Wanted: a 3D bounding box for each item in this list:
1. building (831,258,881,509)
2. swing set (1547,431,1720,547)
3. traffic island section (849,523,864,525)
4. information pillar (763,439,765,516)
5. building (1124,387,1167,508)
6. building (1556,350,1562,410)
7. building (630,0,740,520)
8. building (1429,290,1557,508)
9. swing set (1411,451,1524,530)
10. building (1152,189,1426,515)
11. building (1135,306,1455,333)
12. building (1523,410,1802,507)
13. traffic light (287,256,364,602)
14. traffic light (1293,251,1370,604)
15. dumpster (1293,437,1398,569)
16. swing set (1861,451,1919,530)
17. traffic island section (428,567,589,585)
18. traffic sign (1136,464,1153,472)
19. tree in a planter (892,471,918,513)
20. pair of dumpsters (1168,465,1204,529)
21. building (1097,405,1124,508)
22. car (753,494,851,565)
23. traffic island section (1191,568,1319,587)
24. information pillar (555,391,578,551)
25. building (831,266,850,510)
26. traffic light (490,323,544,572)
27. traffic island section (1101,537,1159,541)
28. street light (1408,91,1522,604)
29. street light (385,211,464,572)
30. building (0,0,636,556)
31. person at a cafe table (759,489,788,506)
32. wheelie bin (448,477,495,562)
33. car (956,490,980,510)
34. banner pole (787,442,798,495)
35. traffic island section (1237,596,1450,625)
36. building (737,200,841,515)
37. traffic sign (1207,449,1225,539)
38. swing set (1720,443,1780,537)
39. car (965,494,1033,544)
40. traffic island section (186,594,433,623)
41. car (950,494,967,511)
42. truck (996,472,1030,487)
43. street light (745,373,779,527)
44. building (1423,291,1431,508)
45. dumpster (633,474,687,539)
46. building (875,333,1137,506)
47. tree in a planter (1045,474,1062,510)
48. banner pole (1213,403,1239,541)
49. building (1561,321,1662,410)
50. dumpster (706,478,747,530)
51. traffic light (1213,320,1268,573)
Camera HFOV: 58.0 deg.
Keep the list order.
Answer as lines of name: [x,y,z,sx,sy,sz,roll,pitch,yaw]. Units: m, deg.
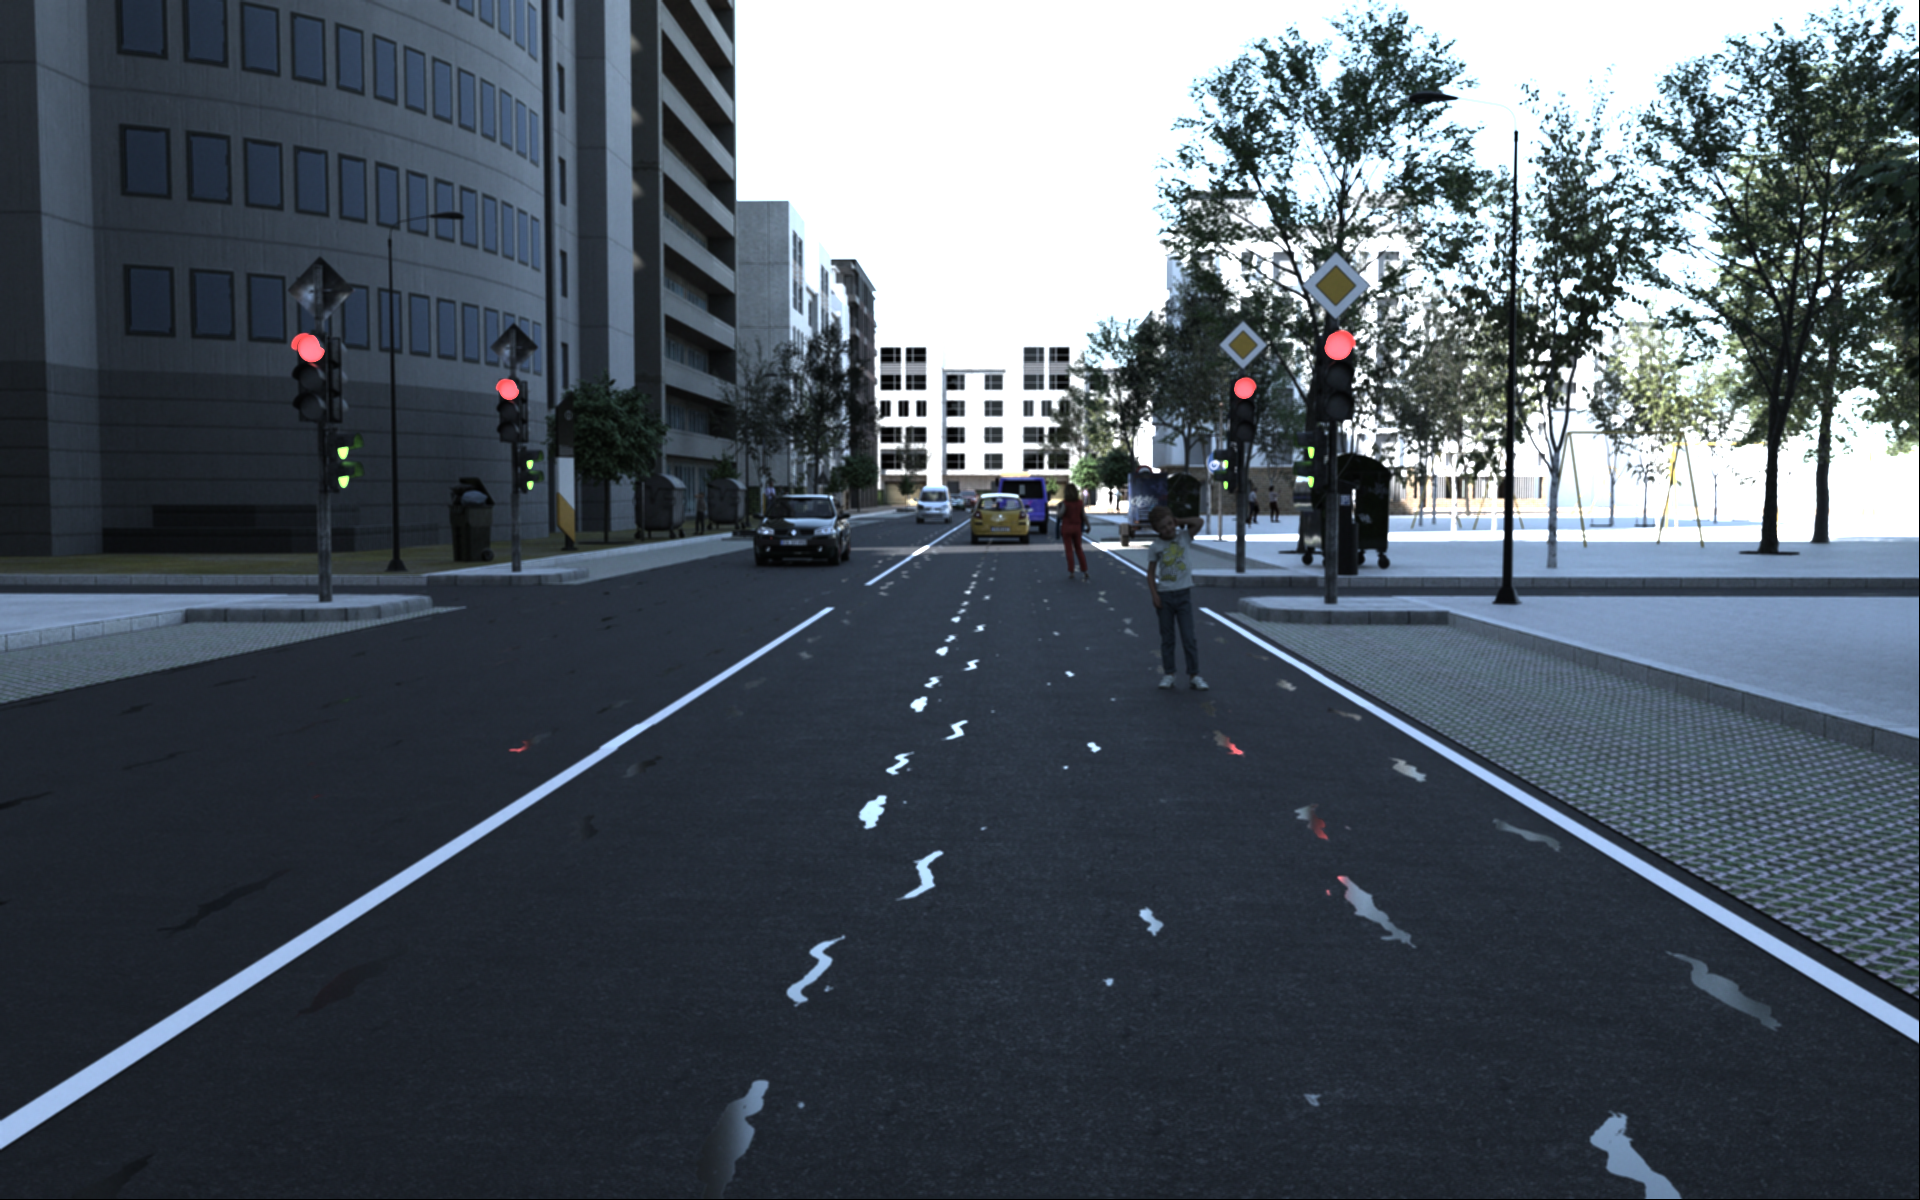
building: [-24.879,-19.620,164.763,32.646,21.610,27.936,0,4,2]
swing set: [16.685,-2.787,43.182,3.119,2.851,2.862,0,4,1]
traffic island section: [-5.507,-3.549,80.887,1.991,0.108,1.994,0,4,2]
information pillar: [-8.334,-5.030,73.598,0.183,3.616,0.504,0,4,-6]
building: [18.356,-11.693,133.327,9.099,9.664,28.070,0,4,2]
building: [59.587,-20.819,196.804,11.380,20.091,16.016,0,4,2]
building: [-22.969,-28.085,82.893,21.300,48.544,21.600,0,4,2]
building: [48.918,-19.002,167.105,11.380,20.091,16.016,0,4,2]
swing set: [18.779,-4.042,63.708,2.862,2.851,3.119,-2,4,-35]
building: [20.783,-15.708,113.240,16.016,20.091,11.380,0,4,2]
building: [37.731,-21.927,202.486,32.646,21.610,27.936,0,4,2]
building: [68.788,-14.016,171.303,28.070,9.664,9.099,0,4,2]
traffic light: [-7.546,-1.933,20.527,0.839,4.253,0.868,0,4,2]
traffic light: [4.331,-1.913,20.198,0.839,4.253,0.868,0,4,2]
dumpster: [6.763,-1.711,30.461,1.502,2.255,1.985,0,4,2]
swing set: [34.469,-3.994,62.916,3.119,2.851,2.862,3,4,36]
traffic island section: [-7.353,-0.389,28.645,2.009,0.180,2.903,0,4,2]
traffic sign: [7.955,-4.563,74.708,0.768,2.556,0.104,1,4,9]
tree in a planter: [-4.058,-8.140,130.303,1.991,3.239,1.994,0,4,2]
pair of dumpsters: [7.630,-3.574,60.937,1.574,2.255,4.437,0,4,2]
building: [17.929,-13.472,162.411,9.099,9.664,28.070,0,4,2]
car: [-3.251,-1.610,36.105,2.009,1.686,4.222,0,4,1]
traffic island section: [4.603,-0.368,28.293,2.009,0.180,2.903,0,4,2]
information pillar: [-8.936,-2.929,39.249,0.183,3.616,0.504,2,4,34]
building: [-16.965,-17.451,141.737,16.016,20.091,11.380,0,4,2]
traffic light: [-7.313,-2.421,28.509,0.839,4.253,0.868,0,4,2]
traffic island section: [5.318,-1.845,53.027,1.991,0.108,1.994,0,4,2]
street light: [5.872,-2.911,20.141,1.470,5.913,1.316,0,4,2]
street light: [-8.836,-3.430,28.615,1.470,5.913,1.316,0,4,2]
building: [-22.738,-30.942,47.906,21.231,58.520,28.212,0,4,2]
person at a cafe table: [-9.213,-4.937,89.240,1.622,1.524,1.698,2,4,25]
wheelie bin: [-9.293,-1.531,32.940,0.980,1.594,0.693,3,5,40]
car: [0.715,-9.377,161.979,2.281,1.827,5.304,0,4,3]
banner pole: [-8.160,-5.759,84.183,0.401,3.779,0.863,3,5,39]
traffic island section: [4.371,0.120,20.311,2.009,0.180,2.903,0,4,2]
building: [-18.168,-15.532,120.408,16.747,18.905,31.486,0,4,2]
traffic sign: [7.423,-3.017,49.439,0.768,2.556,0.104,1,4,9]
swing set: [23.214,-3.392,53.078,3.119,2.851,2.862,1,4,16]
car: [1.163,-2.503,51.152,2.015,1.641,3.980,0,4,0]
traffic island section: [-7.586,0.099,20.663,2.009,0.180,2.903,0,4,2]
car: [-0.455,-8.474,150.346,2.131,1.459,4.920,0,4,1]
truck: [4.826,-9.549,152.051,3.469,3.379,9.791,0,4,2]
street light: [-7.674,-5.762,66.749,1.470,5.913,1.316,0,4,2]
building: [37.551,-19.039,167.708,11.380,20.091,16.016,0,4,2]
dumpster: [-8.664,-2.702,49.929,1.264,1.857,1.865,0,4,2]
building: [5.547,-20.336,198.958,31.486,18.905,16.747,0,4,2]
tree in a planter: [8.358,-9.785,157.212,1.991,3.239,1.994,0,4,2]
banner pole: [7.377,-3.521,47.583,0.863,3.779,0.401,-1,4,-21]
building: [70.942,-20.756,195.775,11.380,20.091,16.016,0,4,2]
dumpster: [-8.440,-3.472,62.523,1.264,1.857,1.865,0,4,2]
traffic light: [4.563,-2.401,28.180,0.839,4.253,0.868,0,4,2]
